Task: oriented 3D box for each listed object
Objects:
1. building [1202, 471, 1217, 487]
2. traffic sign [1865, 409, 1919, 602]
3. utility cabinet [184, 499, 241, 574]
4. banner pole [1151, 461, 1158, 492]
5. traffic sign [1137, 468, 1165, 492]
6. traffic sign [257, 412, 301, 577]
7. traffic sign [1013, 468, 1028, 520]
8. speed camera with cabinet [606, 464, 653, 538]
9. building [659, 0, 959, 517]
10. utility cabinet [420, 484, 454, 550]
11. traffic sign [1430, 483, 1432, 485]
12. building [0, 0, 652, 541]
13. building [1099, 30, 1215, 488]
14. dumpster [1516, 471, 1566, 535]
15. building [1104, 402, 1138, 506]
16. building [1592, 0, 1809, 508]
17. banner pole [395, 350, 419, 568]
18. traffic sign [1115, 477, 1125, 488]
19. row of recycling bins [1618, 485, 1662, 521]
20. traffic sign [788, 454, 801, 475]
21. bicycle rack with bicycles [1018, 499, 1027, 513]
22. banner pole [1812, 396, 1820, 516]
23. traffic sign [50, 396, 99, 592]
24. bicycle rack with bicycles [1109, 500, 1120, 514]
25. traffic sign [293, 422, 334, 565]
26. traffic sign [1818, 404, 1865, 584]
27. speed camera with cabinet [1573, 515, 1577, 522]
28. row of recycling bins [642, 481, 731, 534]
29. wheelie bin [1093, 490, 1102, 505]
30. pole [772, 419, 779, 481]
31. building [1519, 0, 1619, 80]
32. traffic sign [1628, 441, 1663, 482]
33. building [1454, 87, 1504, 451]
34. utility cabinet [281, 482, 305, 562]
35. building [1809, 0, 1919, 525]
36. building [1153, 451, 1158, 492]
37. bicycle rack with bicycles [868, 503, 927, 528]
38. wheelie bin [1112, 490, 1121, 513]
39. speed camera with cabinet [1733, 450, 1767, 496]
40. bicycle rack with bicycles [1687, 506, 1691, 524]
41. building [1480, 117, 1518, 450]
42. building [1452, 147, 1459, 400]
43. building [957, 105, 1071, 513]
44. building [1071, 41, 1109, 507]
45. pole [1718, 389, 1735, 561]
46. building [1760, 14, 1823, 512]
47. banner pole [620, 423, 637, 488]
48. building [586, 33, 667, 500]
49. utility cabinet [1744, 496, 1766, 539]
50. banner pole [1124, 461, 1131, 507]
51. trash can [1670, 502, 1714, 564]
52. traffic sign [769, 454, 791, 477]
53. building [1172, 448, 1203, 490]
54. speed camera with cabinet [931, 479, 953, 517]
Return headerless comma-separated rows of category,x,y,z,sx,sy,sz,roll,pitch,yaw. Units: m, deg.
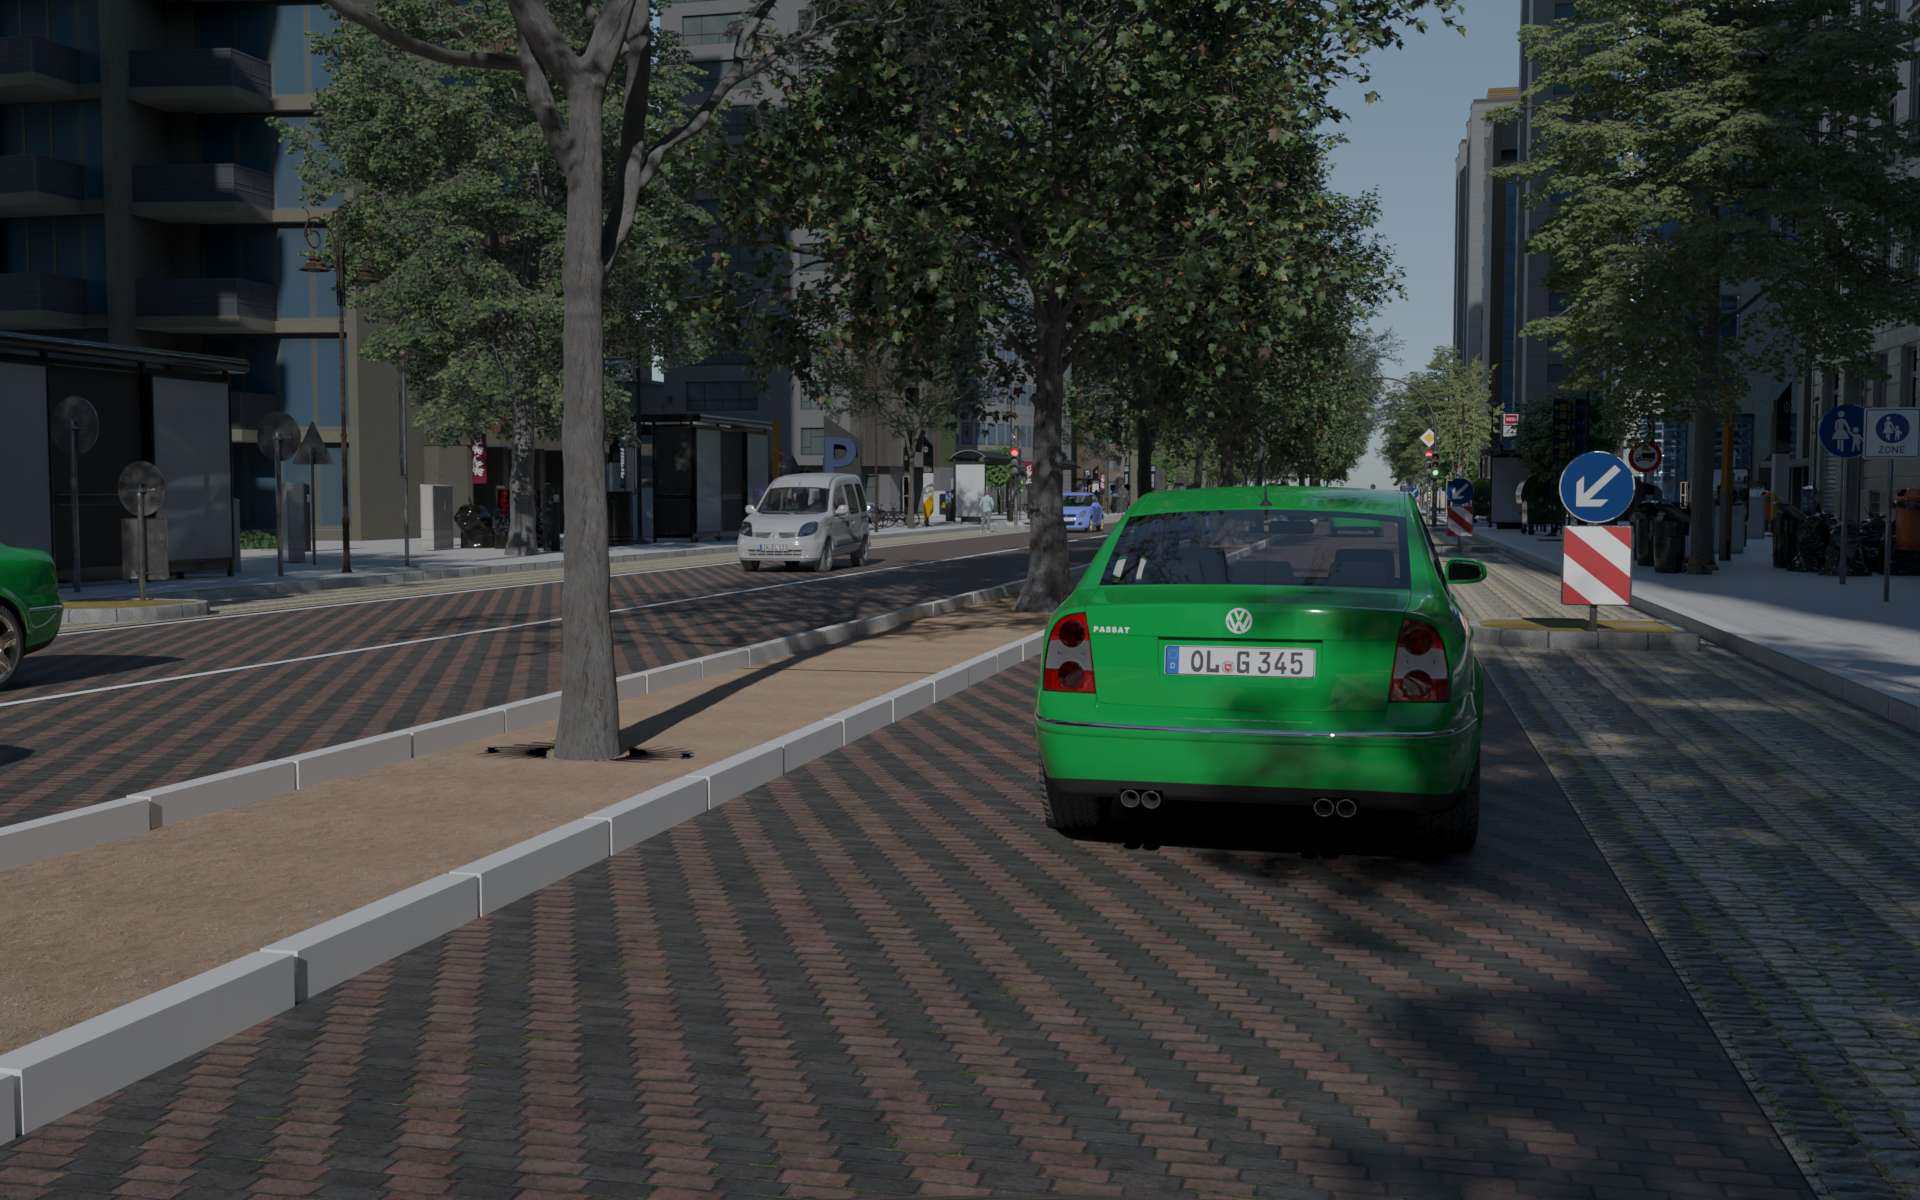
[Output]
building,31.495,-27.482,294.371,27.650,21.520,28.899,1,4,13
traffic sign,11.021,-1.126,20.540,0.606,2.300,0.079,1,4,17
utility cabinet,-12.200,-1.034,28.075,0.306,1.237,1.020,2,4,34
banner pole,14.603,-8.563,130.014,0.401,3.779,0.863,-3,5,-45
traffic sign,15.052,-8.737,136.716,2.265,3.308,0.079,1,4,18
traffic sign,-10.575,-1.638,26.888,0.768,2.556,0.104,1,4,14
traffic sign,2.940,-5.189,84.952,0.768,2.556,0.104,1,4,19
speed camera with cabinet,-9.956,-3.431,50.427,2.038,3.252,0.660,-2,4,-33
building,-8.474,-20.212,102.170,14.160,30.474,14.107,1,4,13
utility cabinet,-11.950,-1.893,39.626,0.318,1.500,1.173,0,4,5
traffic sign,33.604,-7.515,122.968,0.768,2.556,0.104,1,4,22
building,-26.419,-24.514,55.429,28.867,44.769,22.147,1,4,13
building,29.012,-50.752,268.041,20.563,71.187,20.611,1,4,13
dumpster,18.358,-3.181,54.503,1.502,2.255,1.985,1,4,13
building,5.141,-20.800,185.124,27.650,21.520,28.899,1,4,13
building,56.287,-49.668,124.741,22.319,86.520,31.000,1,4,13
banner pole,-9.632,-2.443,29.960,0.401,3.779,0.863,-1,4,-10
traffic sign,11.638,-7.717,126.273,0.768,2.556,0.104,1,4,20
row of recycling bins,31.451,-4.533,81.234,1.069,1.692,3.534,-2,4,-25
traffic sign,-5.512,-3.479,56.886,0.884,2.594,0.081,1,4,19
bicycle rack with bicycles,5.088,-6.309,116.531,2.925,0.926,2.852,2,4,25
banner pole,21.818,-3.315,44.213,0.401,3.779,0.863,2,4,27
traffic sign,-11.527,-1.372,22.538,0.768,2.556,0.104,1,4,16
bicycle rack with bicycles,9.574,-6.131,113.624,2.852,0.926,2.925,1,4,19
traffic sign,-11.656,-1.908,31.196,0.884,2.594,0.081,1,4,18
traffic sign,12.552,-1.495,24.555,0.768,2.556,0.104,1,4,16
speed camera with cabinet,32.189,-5.755,88.422,2.038,3.252,0.660,0,4,-2
row of recycling bins,-8.231,-2.857,53.820,3.534,1.692,1.069,-2,4,-24
wheelie bin,9.449,-6.831,119.598,0.693,1.594,0.980,1,4,15
pole,-5.004,-3.255,47.060,0.158,3.312,0.155,0,3,0
building,61.564,-37.631,157.261,21.231,58.520,28.212,1,4,13
traffic sign,16.460,-2.541,41.649,0.768,2.556,0.104,1,4,23
building,85.419,-43.676,256.107,21.231,58.520,28.212,1,4,13
utility cabinet,-12.571,-1.465,32.628,0.318,1.500,1.173,-2,4,-28
building,30.985,-12.616,39.561,16.112,22.955,30.059,1,4,13
building,16.894,-31.819,203.835,14.154,41.232,14.086,1,4,13
bicycle rack with bicycles,-2.604,-3.246,66.454,2.925,0.926,2.852,-1,4,-20
wheelie bin,10.797,-6.818,119.379,0.693,1.594,0.980,0,4,-5
speed camera with cabinet,35.184,-5.079,77.382,0.660,3.252,2.038,-1,4,-15
bicycle rack with bicycles,31.611,-3.803,75.561,2.925,0.926,2.852,3,5,40
building,68.763,-33.790,202.577,14.600,45.320,14.200,1,4,13
building,91.660,-45.356,283.571,21.231,58.520,28.212,1,4,13
building,-4.294,-35.978,130.244,21.231,58.520,28.212,1,4,13
building,6.088,-31.311,162.051,14.600,45.320,14.200,1,4,13
pole,14.714,-2.409,33.223,0.158,3.312,0.155,0,3,0
building,56.088,-26.308,84.753,28.867,44.769,22.147,1,4,13
banner pole,-10.751,-4.050,56.235,0.863,3.779,0.401,-2,4,-29
building,-34.787,-31.725,107.938,27.495,52.752,28.713,1,4,13
utility cabinet,22.479,-2.350,49.587,1.020,1.237,0.306,2,4,31
banner pole,12.726,-8.638,131.245,0.401,3.779,0.863,-3,5,-44
trash can,13.547,-1.250,32.089,0.748,1.137,0.748,0,3,0
traffic sign,-5.803,-3.392,55.571,0.768,2.556,0.104,1,4,17
building,27.688,-29.363,251.782,14.160,30.474,14.107,1,4,13
speed camera with cabinet,-0.612,-6.225,96.107,2.038,3.252,0.660,-3,4,-38
